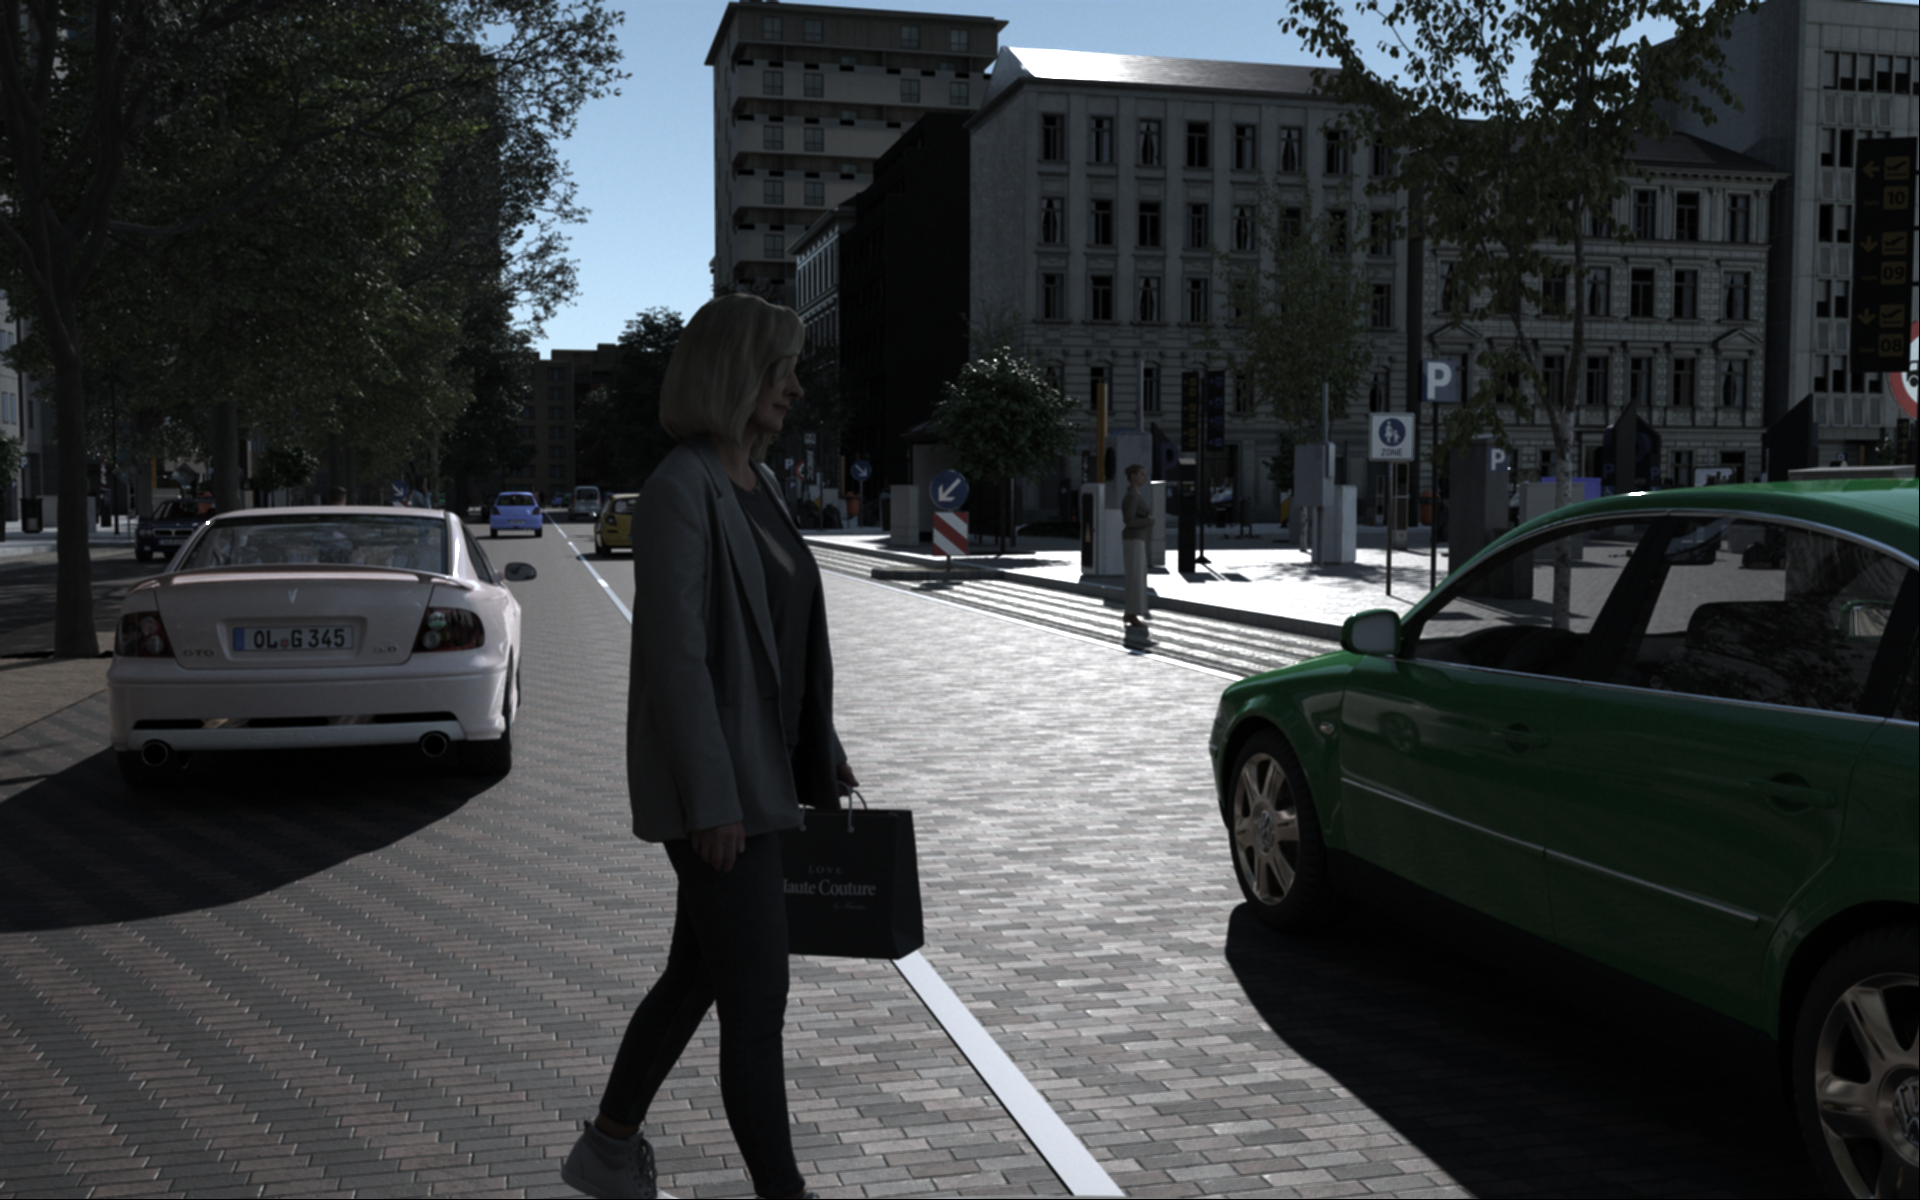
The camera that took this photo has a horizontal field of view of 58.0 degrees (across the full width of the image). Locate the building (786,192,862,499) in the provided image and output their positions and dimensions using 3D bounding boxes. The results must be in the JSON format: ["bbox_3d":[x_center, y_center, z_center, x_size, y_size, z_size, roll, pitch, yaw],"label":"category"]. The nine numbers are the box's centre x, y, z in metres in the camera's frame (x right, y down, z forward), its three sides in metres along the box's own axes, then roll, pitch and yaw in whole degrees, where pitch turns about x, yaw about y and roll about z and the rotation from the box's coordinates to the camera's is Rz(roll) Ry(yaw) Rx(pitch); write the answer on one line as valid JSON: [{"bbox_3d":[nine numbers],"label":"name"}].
[{"bbox_3d":[-5.713,-18.195,126.374,11.050,23.489,19.941,-1,4,-14],"label":"building"}]

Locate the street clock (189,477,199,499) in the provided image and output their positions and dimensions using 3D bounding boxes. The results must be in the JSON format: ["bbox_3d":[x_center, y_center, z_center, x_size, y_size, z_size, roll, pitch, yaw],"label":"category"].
[{"bbox_3d":[-32.297,-4.188,73.047,0.358,2.002,0.471,-2,4,-27],"label":"street clock"}]

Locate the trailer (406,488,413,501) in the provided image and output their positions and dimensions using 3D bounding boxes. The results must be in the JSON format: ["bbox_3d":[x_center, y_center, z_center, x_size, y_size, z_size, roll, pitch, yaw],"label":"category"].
[{"bbox_3d":[-50.301,-9.282,158.811,1.471,1.999,3.904,-1,4,-15],"label":"trailer"}]

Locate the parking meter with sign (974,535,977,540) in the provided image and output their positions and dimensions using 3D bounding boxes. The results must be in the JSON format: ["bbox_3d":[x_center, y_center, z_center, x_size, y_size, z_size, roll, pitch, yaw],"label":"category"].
[{"bbox_3d":[-0.377,-3.186,48.345,1.738,3.016,0.543,-1,4,-9],"label":"parking meter with sign"}]

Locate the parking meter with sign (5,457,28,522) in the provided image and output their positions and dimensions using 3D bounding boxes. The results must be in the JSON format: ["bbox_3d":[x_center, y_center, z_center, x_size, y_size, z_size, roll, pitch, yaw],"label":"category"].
[{"bbox_3d":[-44.384,-5.167,80.740,1.738,3.016,0.543,0,4,8],"label":"parking meter with sign"}]

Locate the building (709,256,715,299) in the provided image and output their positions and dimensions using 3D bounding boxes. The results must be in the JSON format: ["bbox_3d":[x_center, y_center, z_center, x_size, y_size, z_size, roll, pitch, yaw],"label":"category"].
[{"bbox_3d":[-22.296,-33.897,246.102,23.993,40.220,32.217,-1,4,-14],"label":"building"}]

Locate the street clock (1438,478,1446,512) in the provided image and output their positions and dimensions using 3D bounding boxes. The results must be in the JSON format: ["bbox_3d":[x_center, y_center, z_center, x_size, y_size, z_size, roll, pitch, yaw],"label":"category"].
[{"bbox_3d":[19.940,-4.105,71.683,0.358,2.002,0.471,2,4,28],"label":"street clock"}]

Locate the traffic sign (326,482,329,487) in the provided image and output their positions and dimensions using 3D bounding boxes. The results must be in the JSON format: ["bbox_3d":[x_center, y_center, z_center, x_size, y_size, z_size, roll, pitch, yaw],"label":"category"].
[{"bbox_3d":[-44.674,-7.540,123.290,0.884,2.594,0.081,-1,4,-9],"label":"traffic sign"}]

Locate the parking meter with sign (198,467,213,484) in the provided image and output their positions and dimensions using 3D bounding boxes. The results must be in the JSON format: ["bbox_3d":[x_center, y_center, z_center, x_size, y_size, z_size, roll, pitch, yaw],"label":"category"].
[{"bbox_3d":[-48.886,-7.076,111.945,0.543,3.016,1.738,1,4,12],"label":"parking meter with sign"}]

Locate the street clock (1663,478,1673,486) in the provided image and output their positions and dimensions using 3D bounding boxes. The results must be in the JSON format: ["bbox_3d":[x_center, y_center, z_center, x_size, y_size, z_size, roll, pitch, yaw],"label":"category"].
[{"bbox_3d":[32.165,-4.533,78.684,0.358,2.002,0.471,0,4,-7],"label":"street clock"}]

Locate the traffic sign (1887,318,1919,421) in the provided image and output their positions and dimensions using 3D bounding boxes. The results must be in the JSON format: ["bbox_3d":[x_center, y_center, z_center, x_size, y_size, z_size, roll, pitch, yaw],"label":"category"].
[{"bbox_3d":[6.952,-0.757,12.490,0.768,2.556,0.104,-1,4,-13],"label":"traffic sign"}]

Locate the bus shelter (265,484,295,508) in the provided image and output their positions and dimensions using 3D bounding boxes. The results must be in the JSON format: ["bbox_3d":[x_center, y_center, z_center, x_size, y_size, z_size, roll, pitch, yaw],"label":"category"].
[{"bbox_3d":[-38.599,-6.434,99.125,2.014,3.302,5.546,-1,4,-14],"label":"bus shelter"}]

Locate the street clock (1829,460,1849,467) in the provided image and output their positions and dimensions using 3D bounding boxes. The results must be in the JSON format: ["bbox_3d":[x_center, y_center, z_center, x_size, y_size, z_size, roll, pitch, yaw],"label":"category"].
[{"bbox_3d":[18.615,-1.967,36.729,0.471,2.002,0.358,-3,5,-40],"label":"street clock"}]

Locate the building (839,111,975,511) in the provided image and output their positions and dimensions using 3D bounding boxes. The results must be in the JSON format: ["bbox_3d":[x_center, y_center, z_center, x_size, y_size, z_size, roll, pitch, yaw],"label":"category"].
[{"bbox_3d":[-0.160,-17.106,109.356,12.332,23.373,15.834,-1,4,-14],"label":"building"}]

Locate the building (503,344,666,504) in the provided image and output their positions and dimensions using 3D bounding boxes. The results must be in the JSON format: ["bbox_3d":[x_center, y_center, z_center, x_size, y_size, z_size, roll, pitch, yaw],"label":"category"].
[{"bbox_3d":[-47.833,-24.065,238.504,28.899,21.520,27.650,-1,4,-14],"label":"building"}]

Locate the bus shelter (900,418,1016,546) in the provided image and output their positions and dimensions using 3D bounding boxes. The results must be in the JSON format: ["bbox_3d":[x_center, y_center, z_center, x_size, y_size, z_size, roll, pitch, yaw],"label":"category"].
[{"bbox_3d":[0.019,-3.092,44.477,2.014,3.302,5.546,-1,4,-14],"label":"bus shelter"}]

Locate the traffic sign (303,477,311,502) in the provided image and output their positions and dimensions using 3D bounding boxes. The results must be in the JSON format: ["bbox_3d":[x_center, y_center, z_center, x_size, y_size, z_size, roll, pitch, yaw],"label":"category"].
[{"bbox_3d":[-42.445,-6.861,112.285,0.768,2.556,0.104,-1,4,-8],"label":"traffic sign"}]

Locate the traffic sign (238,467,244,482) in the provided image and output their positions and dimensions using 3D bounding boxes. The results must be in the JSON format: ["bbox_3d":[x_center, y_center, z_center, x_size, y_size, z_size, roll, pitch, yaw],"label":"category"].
[{"bbox_3d":[-33.093,-4.831,79.098,0.768,2.556,0.104,0,4,-6],"label":"traffic sign"}]

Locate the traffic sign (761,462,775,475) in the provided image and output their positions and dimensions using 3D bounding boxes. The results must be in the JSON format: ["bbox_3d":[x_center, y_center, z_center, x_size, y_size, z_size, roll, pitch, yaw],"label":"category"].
[{"bbox_3d":[-5.859,-2.908,51.186,0.795,2.450,0.064,-1,4,-14],"label":"traffic sign"}]

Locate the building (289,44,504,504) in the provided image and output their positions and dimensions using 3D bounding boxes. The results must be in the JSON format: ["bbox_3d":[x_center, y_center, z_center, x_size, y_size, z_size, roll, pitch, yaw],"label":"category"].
[{"bbox_3d":[-74.816,-41.930,227.559,28.212,58.520,21.231,-1,4,-14],"label":"building"}]

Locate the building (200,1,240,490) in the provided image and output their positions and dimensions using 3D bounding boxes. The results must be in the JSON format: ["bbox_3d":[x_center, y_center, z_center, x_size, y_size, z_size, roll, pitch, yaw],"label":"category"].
[{"bbox_3d":[-69.573,-50.307,135.195,22.319,86.520,31.000,-1,4,-14],"label":"building"}]

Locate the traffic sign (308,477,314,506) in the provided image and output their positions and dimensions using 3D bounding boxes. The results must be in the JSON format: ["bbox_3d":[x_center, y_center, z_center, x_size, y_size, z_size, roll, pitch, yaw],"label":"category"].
[{"bbox_3d":[-43.848,-7.121,116.534,0.768,2.556,0.104,0,4,-5],"label":"traffic sign"}]

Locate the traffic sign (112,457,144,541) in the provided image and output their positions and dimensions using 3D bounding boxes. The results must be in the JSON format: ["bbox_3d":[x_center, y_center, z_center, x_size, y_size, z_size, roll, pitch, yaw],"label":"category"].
[{"bbox_3d":[-22.603,-2.656,47.071,0.795,2.450,0.064,-1,4,-14],"label":"traffic sign"}]

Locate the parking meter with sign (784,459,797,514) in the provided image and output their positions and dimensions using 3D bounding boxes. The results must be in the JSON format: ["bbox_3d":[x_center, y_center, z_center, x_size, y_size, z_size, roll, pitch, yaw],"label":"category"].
[{"bbox_3d":[-8.188,-5.379,84.204,0.543,3.016,1.738,-1,4,-13],"label":"parking meter with sign"}]

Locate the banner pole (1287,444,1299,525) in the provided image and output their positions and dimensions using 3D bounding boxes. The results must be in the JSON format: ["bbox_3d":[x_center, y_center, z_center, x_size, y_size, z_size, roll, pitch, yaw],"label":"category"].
[{"bbox_3d":[13.899,-5.019,72.084,0.401,3.779,0.863,3,5,41],"label":"banner pole"}]

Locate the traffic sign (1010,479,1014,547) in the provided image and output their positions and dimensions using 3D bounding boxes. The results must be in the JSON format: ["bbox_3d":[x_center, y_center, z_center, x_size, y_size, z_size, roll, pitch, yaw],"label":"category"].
[{"bbox_3d":[1.253,-2.543,41.684,0.768,2.556,0.104,-1,4,-10],"label":"traffic sign"}]

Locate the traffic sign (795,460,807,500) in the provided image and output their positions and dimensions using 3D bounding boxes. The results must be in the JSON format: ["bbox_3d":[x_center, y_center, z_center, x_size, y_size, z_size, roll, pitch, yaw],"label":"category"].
[{"bbox_3d":[-5.801,-3.978,65.145,0.768,2.556,0.104,0,4,-6],"label":"traffic sign"}]

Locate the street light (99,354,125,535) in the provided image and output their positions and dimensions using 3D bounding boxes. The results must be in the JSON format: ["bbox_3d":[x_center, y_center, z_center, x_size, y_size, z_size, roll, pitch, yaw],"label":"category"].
[{"bbox_3d":[-26.610,-4.997,54.487,0.468,5.910,1.993,-1,4,-14],"label":"street light"}]

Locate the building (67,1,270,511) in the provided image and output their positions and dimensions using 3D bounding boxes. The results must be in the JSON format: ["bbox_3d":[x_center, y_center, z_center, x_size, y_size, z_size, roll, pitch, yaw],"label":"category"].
[{"bbox_3d":[-72.214,-31.137,159.205,14.600,45.320,14.200,-1,4,-14],"label":"building"}]

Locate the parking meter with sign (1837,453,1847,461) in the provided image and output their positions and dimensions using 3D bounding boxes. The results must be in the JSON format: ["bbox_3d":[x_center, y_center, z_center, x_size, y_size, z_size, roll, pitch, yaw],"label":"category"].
[{"bbox_3d":[38.058,-4.718,73.394,1.738,3.016,0.543,-1,4,-12],"label":"parking meter with sign"}]

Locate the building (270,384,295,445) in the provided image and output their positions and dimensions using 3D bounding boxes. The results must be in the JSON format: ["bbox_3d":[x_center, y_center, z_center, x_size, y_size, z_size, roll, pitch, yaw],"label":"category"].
[{"bbox_3d":[-76.869,-24.938,179.434,14.107,30.474,14.160,-1,4,-14],"label":"building"}]

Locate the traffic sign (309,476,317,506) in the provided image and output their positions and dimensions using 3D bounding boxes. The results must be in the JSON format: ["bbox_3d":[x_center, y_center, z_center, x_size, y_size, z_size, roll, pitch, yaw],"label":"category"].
[{"bbox_3d":[-44.600,-7.274,119.030,0.768,2.556,0.104,-1,4,-9],"label":"traffic sign"}]

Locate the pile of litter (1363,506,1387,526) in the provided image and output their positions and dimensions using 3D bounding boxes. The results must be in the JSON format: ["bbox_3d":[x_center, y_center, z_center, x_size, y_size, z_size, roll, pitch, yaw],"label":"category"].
[{"bbox_3d":[16.869,-3.451,70.392,1.719,0.858,1.176,-3,5,-41],"label":"pile of litter"}]

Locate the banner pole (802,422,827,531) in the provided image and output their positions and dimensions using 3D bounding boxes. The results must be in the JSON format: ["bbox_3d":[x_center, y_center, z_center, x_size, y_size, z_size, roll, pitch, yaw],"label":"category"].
[{"bbox_3d":[-5.031,-4.279,59.985,0.863,3.779,0.401,-1,4,-18],"label":"banner pole"}]

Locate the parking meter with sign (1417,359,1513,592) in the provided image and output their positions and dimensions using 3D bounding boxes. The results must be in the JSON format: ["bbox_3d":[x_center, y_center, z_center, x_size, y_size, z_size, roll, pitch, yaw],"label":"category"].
[{"bbox_3d":[6.532,-1.564,21.828,0.543,3.016,1.738,-2,4,-24],"label":"parking meter with sign"}]

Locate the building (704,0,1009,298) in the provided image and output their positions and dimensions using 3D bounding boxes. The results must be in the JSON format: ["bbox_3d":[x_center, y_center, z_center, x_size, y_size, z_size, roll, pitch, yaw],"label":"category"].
[{"bbox_3d":[-11.665,-36.576,187.259,28.713,52.752,27.495,-1,4,-14],"label":"building"}]

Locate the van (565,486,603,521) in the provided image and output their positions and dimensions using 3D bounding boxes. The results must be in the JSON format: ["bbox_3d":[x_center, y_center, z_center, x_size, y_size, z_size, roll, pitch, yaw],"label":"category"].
[{"bbox_3d":[-20.474,-5.353,94.534,2.013,2.044,4.112,-1,4,-16],"label":"van"}]

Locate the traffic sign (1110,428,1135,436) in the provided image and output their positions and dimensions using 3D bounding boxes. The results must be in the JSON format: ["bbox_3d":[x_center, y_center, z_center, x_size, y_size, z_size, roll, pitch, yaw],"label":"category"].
[{"bbox_3d":[3.170,-2.045,33.542,0.768,2.556,0.104,-1,4,-10],"label":"traffic sign"}]

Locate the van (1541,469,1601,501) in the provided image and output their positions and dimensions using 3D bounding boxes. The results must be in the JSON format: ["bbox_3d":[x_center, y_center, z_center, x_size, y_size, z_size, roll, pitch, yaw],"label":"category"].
[{"bbox_3d":[22.060,-3.548,62.399,5.245,2.365,2.240,-1,4,-13],"label":"van"}]

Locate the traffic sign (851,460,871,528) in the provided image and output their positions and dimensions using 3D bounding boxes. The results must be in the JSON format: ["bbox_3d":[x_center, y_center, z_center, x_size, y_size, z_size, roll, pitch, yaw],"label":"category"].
[{"bbox_3d":[-3.746,-4.009,65.659,0.768,2.556,0.104,0,4,-6],"label":"traffic sign"}]

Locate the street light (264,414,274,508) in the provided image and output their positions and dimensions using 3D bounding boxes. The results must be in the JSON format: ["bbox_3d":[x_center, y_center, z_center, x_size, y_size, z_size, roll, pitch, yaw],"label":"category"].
[{"bbox_3d":[-34.859,-7.032,87.754,0.468,5.910,1.993,-1,4,-14],"label":"street light"}]

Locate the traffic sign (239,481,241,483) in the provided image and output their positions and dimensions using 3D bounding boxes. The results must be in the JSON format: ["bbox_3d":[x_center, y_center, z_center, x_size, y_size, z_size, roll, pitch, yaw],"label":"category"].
[{"bbox_3d":[-37.984,-5.540,90.685,0.768,2.556,0.104,-1,4,-13],"label":"traffic sign"}]

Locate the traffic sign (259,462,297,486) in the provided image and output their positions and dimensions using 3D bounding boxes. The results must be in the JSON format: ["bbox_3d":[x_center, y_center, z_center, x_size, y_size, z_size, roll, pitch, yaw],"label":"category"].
[{"bbox_3d":[-40.999,-6.754,104.298,2.265,3.308,0.079,-1,4,-11],"label":"traffic sign"}]

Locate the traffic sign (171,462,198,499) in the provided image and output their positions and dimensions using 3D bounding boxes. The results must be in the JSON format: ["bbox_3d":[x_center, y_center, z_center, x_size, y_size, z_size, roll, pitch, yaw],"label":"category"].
[{"bbox_3d":[-24.524,-3.130,54.823,0.795,2.450,0.064,-1,4,-14],"label":"traffic sign"}]

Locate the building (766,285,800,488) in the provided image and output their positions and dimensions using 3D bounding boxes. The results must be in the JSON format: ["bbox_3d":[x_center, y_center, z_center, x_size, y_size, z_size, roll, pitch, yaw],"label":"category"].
[{"bbox_3d":[-5.480,-19.309,160.747,27.650,21.520,28.899,-1,4,-14],"label":"building"}]

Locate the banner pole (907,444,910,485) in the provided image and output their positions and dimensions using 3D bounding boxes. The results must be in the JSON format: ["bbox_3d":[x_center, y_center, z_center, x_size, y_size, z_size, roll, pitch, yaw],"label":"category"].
[{"bbox_3d":[-2.455,-5.828,85.304,0.401,3.779,0.863,0,4,3],"label":"banner pole"}]

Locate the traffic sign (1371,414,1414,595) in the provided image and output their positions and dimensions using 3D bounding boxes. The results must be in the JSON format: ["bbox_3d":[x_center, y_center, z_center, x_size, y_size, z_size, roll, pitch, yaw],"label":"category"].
[{"bbox_3d":[5.429,-1.208,21.879,0.606,2.300,0.079,-1,4,-11],"label":"traffic sign"}]
